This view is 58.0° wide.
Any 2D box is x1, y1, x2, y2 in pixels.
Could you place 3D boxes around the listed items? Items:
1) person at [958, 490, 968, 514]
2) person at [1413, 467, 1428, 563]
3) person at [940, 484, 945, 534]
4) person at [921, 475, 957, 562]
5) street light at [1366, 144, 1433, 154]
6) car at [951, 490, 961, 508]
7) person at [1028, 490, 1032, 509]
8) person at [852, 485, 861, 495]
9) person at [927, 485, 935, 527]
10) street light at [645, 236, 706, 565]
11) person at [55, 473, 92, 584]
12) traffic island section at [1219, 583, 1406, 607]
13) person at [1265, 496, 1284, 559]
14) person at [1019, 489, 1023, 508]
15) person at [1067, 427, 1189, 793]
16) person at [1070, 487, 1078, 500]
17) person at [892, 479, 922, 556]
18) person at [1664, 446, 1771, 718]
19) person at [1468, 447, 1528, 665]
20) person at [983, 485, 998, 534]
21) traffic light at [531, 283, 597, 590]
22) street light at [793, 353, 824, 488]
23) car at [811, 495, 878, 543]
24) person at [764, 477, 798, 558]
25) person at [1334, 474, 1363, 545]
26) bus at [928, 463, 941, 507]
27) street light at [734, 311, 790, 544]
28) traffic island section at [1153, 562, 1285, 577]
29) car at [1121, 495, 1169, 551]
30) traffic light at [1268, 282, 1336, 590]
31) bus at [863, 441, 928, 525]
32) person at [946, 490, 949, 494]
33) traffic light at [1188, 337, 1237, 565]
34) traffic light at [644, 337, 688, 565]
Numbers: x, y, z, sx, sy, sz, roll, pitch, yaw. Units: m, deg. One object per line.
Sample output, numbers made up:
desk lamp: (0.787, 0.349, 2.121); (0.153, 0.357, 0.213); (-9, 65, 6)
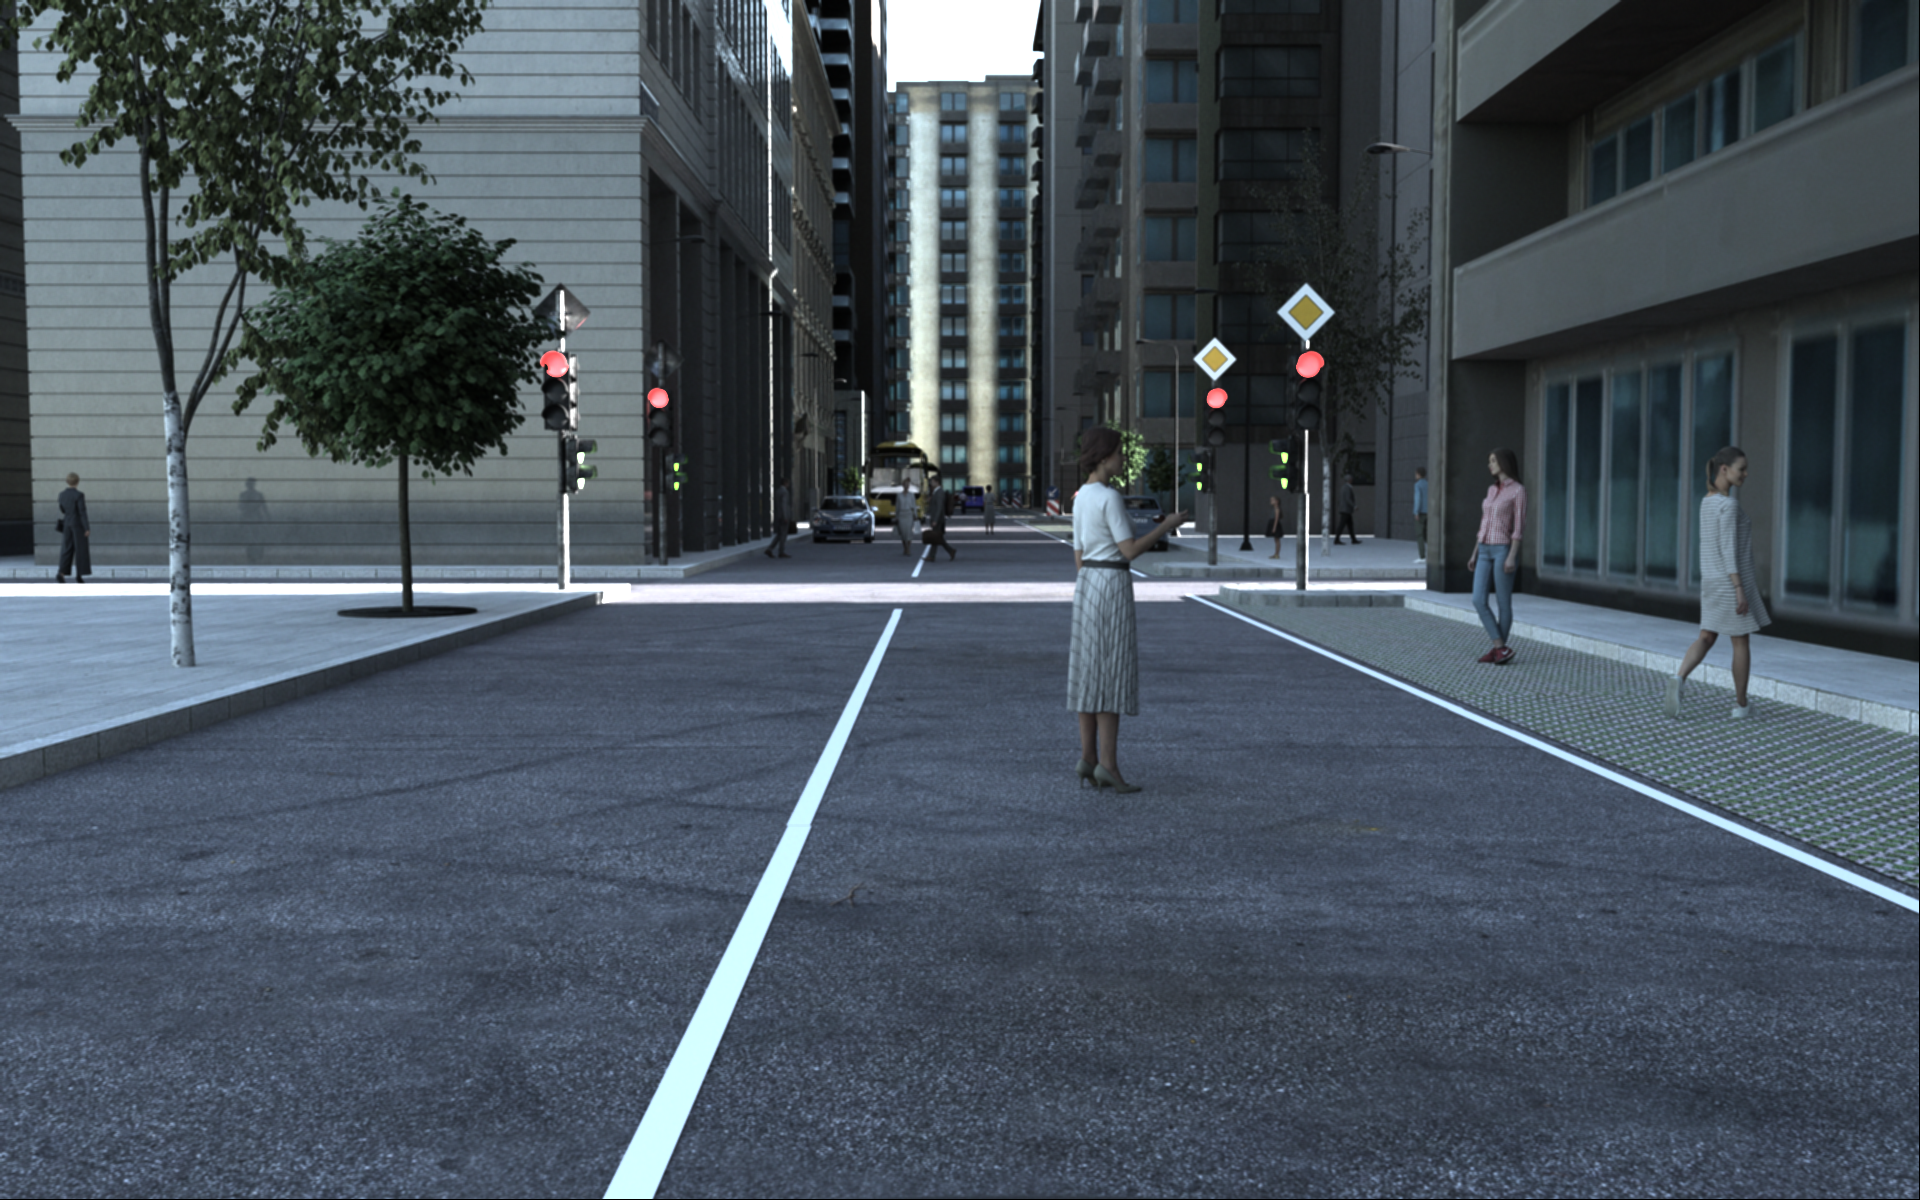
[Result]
person: (0.166, -6.898, 122.228); (0.756, 1.711, 0.436); (-2, 4, -25)
person: (8.622, -1.577, 32.170); (0.601, 1.785, 0.444); (-2, 4, -28)
person: (-0.610, -2.875, 55.933); (0.576, 1.772, 0.534); (-3, 5, -44)
person: (-0.438, -1.729, 36.726); (0.822, 1.834, 0.622); (-1, 4, -13)
street light: (6.077, -3.094, 23.133); (1.470, 5.913, 1.316); (0, 4, 0)
car: (0.167, -10.401, 178.736); (2.281, 1.827, 5.304); (0, 4, -1)
person: (6.071, -8.783, 151.109); (0.415, 1.643, 0.593); (-2, 4, -34)
person: (-6.074, -5.833, 101.430); (0.660, 1.820, 0.620); (-3, 4, -37)
person: (-0.901, -3.433, 64.909); (0.573, 1.790, 0.520); (3, 4, 37)
street light: (-5.271, -3.594, 31.300); (1.470, 5.913, 1.316); (0, 4, 0)
person: (-14.046, -1.133, 27.450); (0.576, 1.772, 0.534); (0, 4, -7)
traffic island section: (4.611, -0.060, 23.254); (2.009, 0.180, 2.903); (0, 4, 0)
person: (6.217, -1.440, 34.263); (0.373, 1.253, 0.362); (0, 4, 6)
person: (5.712, -9.538, 162.665); (0.621, 1.740, 0.551); (-1, 4, -20)
person: (0.781, 0.043, 8.375); (0.524, 1.755, 0.480); (-2, 4, -25)
person: (7.227, -6.188, 107.933); (0.721, 1.743, 1.217); (2, 4, 33)
person: (-1.219, -1.930, 40.407); (0.694, 1.780, 0.624); (1, 4, 21)
person: (4.822, -0.105, 10.963); (0.760, 1.731, 0.466); (-2, 4, -30)
person: (4.511, -0.372, 14.590); (0.388, 1.821, 0.555); (-2, 4, -34)
person: (1.090, -3.220, 61.721); (0.480, 1.755, 0.524); (1, 4, 14)
traffic light: (-5.290, -2.089, 23.083); (0.839, 4.253, 0.868); (0, 4, 0)
street light: (-5.354, -5.174, 57.136); (1.470, 5.913, 1.316); (0, 4, 0)
car: (-3.487, -2.476, 52.479); (2.014, 1.417, 4.499); (0, 4, -1)
person: (-3.980, -1.863, 39.073); (0.853, 1.813, 0.709); (-2, 4, -29)
person: (9.894, -2.296, 43.986); (0.834, 1.777, 0.661); (-1, 4, -11)
bus: (-2.879, -8.960, 138.045); (2.896, 3.916, 12.252); (0, 4, 0)
street light: (-5.208, -4.378, 44.113); (1.470, 5.913, 1.316); (0, 4, 0)
traffic island section: (4.578, -0.548, 31.239); (2.009, 0.180, 2.903); (0, 4, 0)
car: (4.322, -1.988, 44.512); (2.014, 1.417, 4.499); (0, 4, 0)
traffic light: (4.571, -2.093, 23.140); (0.839, 4.253, 0.868); (0, 4, 0)
bus: (-2.930, -5.670, 84.246); (2.896, 3.916, 12.252); (0, 4, 0)
person: (-1.271, -9.803, 168.773); (1.348, 1.824, 0.705); (0, 4, 3)
traffic light: (4.538, -2.581, 31.125); (0.839, 4.253, 0.868); (0, 4, 0)
traffic light: (-5.323, -2.578, 31.068); (0.839, 4.253, 0.868); (0, 4, 0)
